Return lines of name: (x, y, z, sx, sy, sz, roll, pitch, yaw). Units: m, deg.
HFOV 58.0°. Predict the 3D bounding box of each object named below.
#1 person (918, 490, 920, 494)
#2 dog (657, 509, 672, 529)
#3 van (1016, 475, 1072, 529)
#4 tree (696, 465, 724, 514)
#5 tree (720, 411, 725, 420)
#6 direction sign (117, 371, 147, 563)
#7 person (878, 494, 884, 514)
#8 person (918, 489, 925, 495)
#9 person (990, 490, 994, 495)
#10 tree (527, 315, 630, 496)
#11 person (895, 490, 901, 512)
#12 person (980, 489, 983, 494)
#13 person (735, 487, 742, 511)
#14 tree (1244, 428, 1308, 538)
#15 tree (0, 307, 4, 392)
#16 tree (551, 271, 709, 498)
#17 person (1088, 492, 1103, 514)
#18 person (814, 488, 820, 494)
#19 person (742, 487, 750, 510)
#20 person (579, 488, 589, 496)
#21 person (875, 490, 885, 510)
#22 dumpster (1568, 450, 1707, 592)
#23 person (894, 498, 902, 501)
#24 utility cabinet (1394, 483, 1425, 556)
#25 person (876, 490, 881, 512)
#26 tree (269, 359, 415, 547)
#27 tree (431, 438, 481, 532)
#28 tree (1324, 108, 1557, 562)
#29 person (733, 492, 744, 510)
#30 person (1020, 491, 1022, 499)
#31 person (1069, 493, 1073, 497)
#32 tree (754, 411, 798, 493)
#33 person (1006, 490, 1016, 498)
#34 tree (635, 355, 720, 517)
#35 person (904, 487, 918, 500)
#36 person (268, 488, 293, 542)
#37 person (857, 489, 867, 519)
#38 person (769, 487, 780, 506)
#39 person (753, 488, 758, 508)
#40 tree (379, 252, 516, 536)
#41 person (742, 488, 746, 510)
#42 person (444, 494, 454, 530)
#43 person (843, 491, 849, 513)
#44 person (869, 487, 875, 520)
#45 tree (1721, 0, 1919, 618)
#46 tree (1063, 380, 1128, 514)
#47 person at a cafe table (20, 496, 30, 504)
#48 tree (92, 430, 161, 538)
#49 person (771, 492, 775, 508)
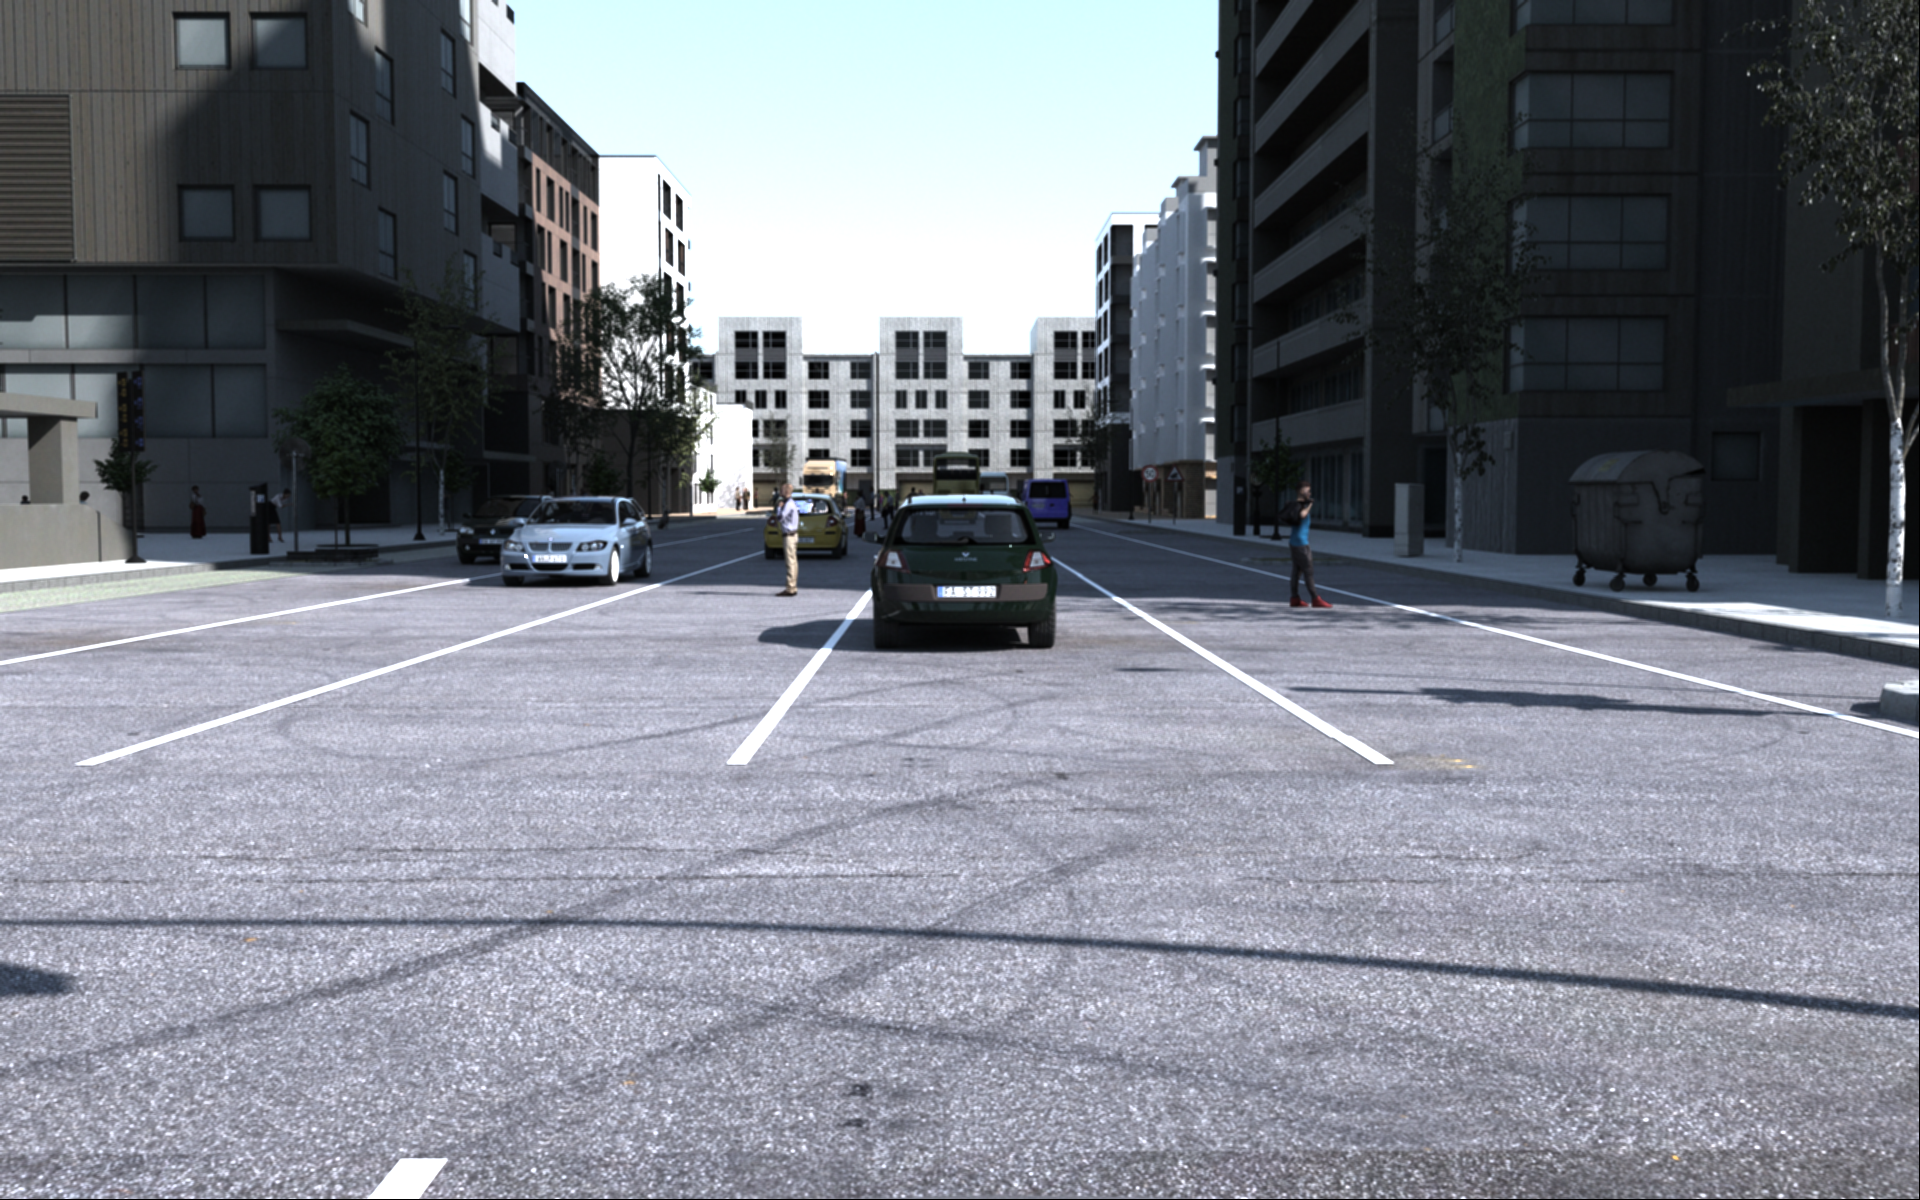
person: (-3.389, -8.516, 147.732, 1.348, 1.824, 0.705, 2, 4, 35)
dog: (-12.048, -3.274, 70.359, 0.513, 0.831, 0.800, -1, 4, -23)
van: (3.529, -4.175, 72.638, 2.240, 2.365, 5.245, 0, 4, -1)
tree: (-16.677, -7.343, 114.652, 1.663, 3.219, 1.824, 0, 3, 0)
tree: (-15.779, -9.144, 99.875, 4.737, 8.622, 4.395, 0, 3, 0)
direction sign: (-15.320, -2.451, 32.079, 0.876, 3.537, 0.379, 3, 4, 36)
person: (-5.653, -6.829, 123.385, 0.599, 1.433, 0.991, -1, 4, -20)
person: (-2.584, -6.529, 115.805, 0.990, 1.755, 0.434, 1, 4, 13)
person: (2.514, -8.015, 140.253, 1.217, 1.736, 0.721, -3, 5, -44)
tree: (-15.817, -7.389, 71.168, 4.360, 8.622, 3.978, 0, 3, 0)
person: (-4.802, -7.783, 136.285, 0.750, 1.759, 0.617, 2, 4, 26)
person: (1.738, -7.855, 137.016, 0.705, 1.812, 1.348, 2, 4, 25)
person: (-16.952, -7.723, 132.328, 0.705, 1.823, 1.348, 0, 4, 7)
tree: (9.394, -3.424, 50.583, 1.663, 3.219, 1.824, 0, 3, 0)
tree: (-28.444, -6.758, 44.901, 7.601, 10.594, 8.767, 1, 4, 10)
tree: (-15.230, -9.446, 80.203, 9.928, 11.665, 9.643, 0, 3, 0)
person: (8.912, -6.396, 113.876, 1.065, 1.426, 0.557, -1, 4, -19)
person: (-8.288, -5.501, 98.896, 0.683, 1.767, 0.568, -3, 4, -39)
person: (-17.042, -8.077, 138.193, 0.705, 1.812, 1.348, -2, 4, -34)
person: (-16.625, -4.173, 76.486, 0.499, 1.552, 0.429, 3, 5, 43)
person: (-6.806, -8.349, 145.523, 1.217, 1.766, 0.721, -3, 5, -45)
dumpster: (9.136, -1.078, 23.379, 1.264, 1.857, 1.865, 0, 4, 0)
person: (-5.833, -9.055, 159.778, 0.991, 1.433, 0.599, -1, 4, -10)
utility cabinet: (9.265, -1.650, 35.657, 0.318, 1.500, 1.173, 2, 4, 30)
person: (-6.453, -7.948, 139.240, 0.721, 1.735, 1.217, 1, 4, 19)
tree: (-14.925, -3.585, 42.325, 4.285, 4.588, 4.351, 0, 3, 0)
tree: (-17.358, -3.979, 59.654, 1.663, 3.219, 1.824, 0, 3, 0)
tree: (9.168, -5.012, 32.313, 4.360, 8.622, 3.978, 0, 3, 0)
person: (-17.246, -7.695, 135.113, 1.065, 1.426, 0.557, -3, 5, -42)
person: (5.295, -8.775, 152.753, 0.721, 1.735, 1.217, 1, 4, 14)
person: (8.522, -8.105, 139.077, 1.217, 1.766, 0.721, 0, 4, 7)
tree: (-15.989, -12.330, 151.955, 4.360, 8.622, 3.978, 0, 3, 0)
person: (4.169, -8.278, 144.571, 1.217, 1.736, 0.721, -1, 4, -9)
tree: (-15.585, -8.606, 91.069, 4.737, 8.622, 4.395, 0, 3, 0)
person: (-2.678, -5.572, 99.607, 1.348, 1.823, 0.705, 1, 4, 10)
person: (-18.116, -2.253, 46.066, 0.799, 1.438, 0.628, -1, 4, -16)
person: (-5.713, -5.571, 100.502, 0.541, 1.710, 0.530, 3, 4, 37)
person: (-10.245, -5.366, 96.322, 0.705, 1.814, 1.350, 1, 4, 17)
person: (-18.336, -9.140, 155.443, 0.705, 1.831, 1.348, -1, 4, -18)
tree: (-15.972, -6.308, 53.505, 4.737, 8.622, 4.395, 0, 3, 0)
person: (-17.539, -8.241, 141.327, 0.434, 1.755, 0.990, -1, 4, -12)
person: (-18.232, -3.149, 61.437, 0.340, 1.345, 0.435, 3, 5, 44)
person: (-8.557, -7.347, 130.094, 0.593, 1.643, 0.415, 2, 4, 30)
person: (-4.855, -5.295, 95.052, 0.705, 1.826, 1.348, 0, 4, -4)
tree: (9.791, -4.107, 17.519, 4.360, 8.622, 3.978, 0, 3, 0)
tree: (8.662, -9.728, 109.412, 4.360, 8.622, 3.978, 0, 3, 0)
person at a cafe table: (-28.708, -2.570, 52.888, 1.698, 1.238, 1.726, -3, 5, -44)
tree: (-24.832, -3.460, 51.169, 1.663, 3.219, 1.824, 0, 3, 0)
person: (-17.183, -9.465, 161.520, 0.721, 1.736, 1.217, 3, 4, 38)
